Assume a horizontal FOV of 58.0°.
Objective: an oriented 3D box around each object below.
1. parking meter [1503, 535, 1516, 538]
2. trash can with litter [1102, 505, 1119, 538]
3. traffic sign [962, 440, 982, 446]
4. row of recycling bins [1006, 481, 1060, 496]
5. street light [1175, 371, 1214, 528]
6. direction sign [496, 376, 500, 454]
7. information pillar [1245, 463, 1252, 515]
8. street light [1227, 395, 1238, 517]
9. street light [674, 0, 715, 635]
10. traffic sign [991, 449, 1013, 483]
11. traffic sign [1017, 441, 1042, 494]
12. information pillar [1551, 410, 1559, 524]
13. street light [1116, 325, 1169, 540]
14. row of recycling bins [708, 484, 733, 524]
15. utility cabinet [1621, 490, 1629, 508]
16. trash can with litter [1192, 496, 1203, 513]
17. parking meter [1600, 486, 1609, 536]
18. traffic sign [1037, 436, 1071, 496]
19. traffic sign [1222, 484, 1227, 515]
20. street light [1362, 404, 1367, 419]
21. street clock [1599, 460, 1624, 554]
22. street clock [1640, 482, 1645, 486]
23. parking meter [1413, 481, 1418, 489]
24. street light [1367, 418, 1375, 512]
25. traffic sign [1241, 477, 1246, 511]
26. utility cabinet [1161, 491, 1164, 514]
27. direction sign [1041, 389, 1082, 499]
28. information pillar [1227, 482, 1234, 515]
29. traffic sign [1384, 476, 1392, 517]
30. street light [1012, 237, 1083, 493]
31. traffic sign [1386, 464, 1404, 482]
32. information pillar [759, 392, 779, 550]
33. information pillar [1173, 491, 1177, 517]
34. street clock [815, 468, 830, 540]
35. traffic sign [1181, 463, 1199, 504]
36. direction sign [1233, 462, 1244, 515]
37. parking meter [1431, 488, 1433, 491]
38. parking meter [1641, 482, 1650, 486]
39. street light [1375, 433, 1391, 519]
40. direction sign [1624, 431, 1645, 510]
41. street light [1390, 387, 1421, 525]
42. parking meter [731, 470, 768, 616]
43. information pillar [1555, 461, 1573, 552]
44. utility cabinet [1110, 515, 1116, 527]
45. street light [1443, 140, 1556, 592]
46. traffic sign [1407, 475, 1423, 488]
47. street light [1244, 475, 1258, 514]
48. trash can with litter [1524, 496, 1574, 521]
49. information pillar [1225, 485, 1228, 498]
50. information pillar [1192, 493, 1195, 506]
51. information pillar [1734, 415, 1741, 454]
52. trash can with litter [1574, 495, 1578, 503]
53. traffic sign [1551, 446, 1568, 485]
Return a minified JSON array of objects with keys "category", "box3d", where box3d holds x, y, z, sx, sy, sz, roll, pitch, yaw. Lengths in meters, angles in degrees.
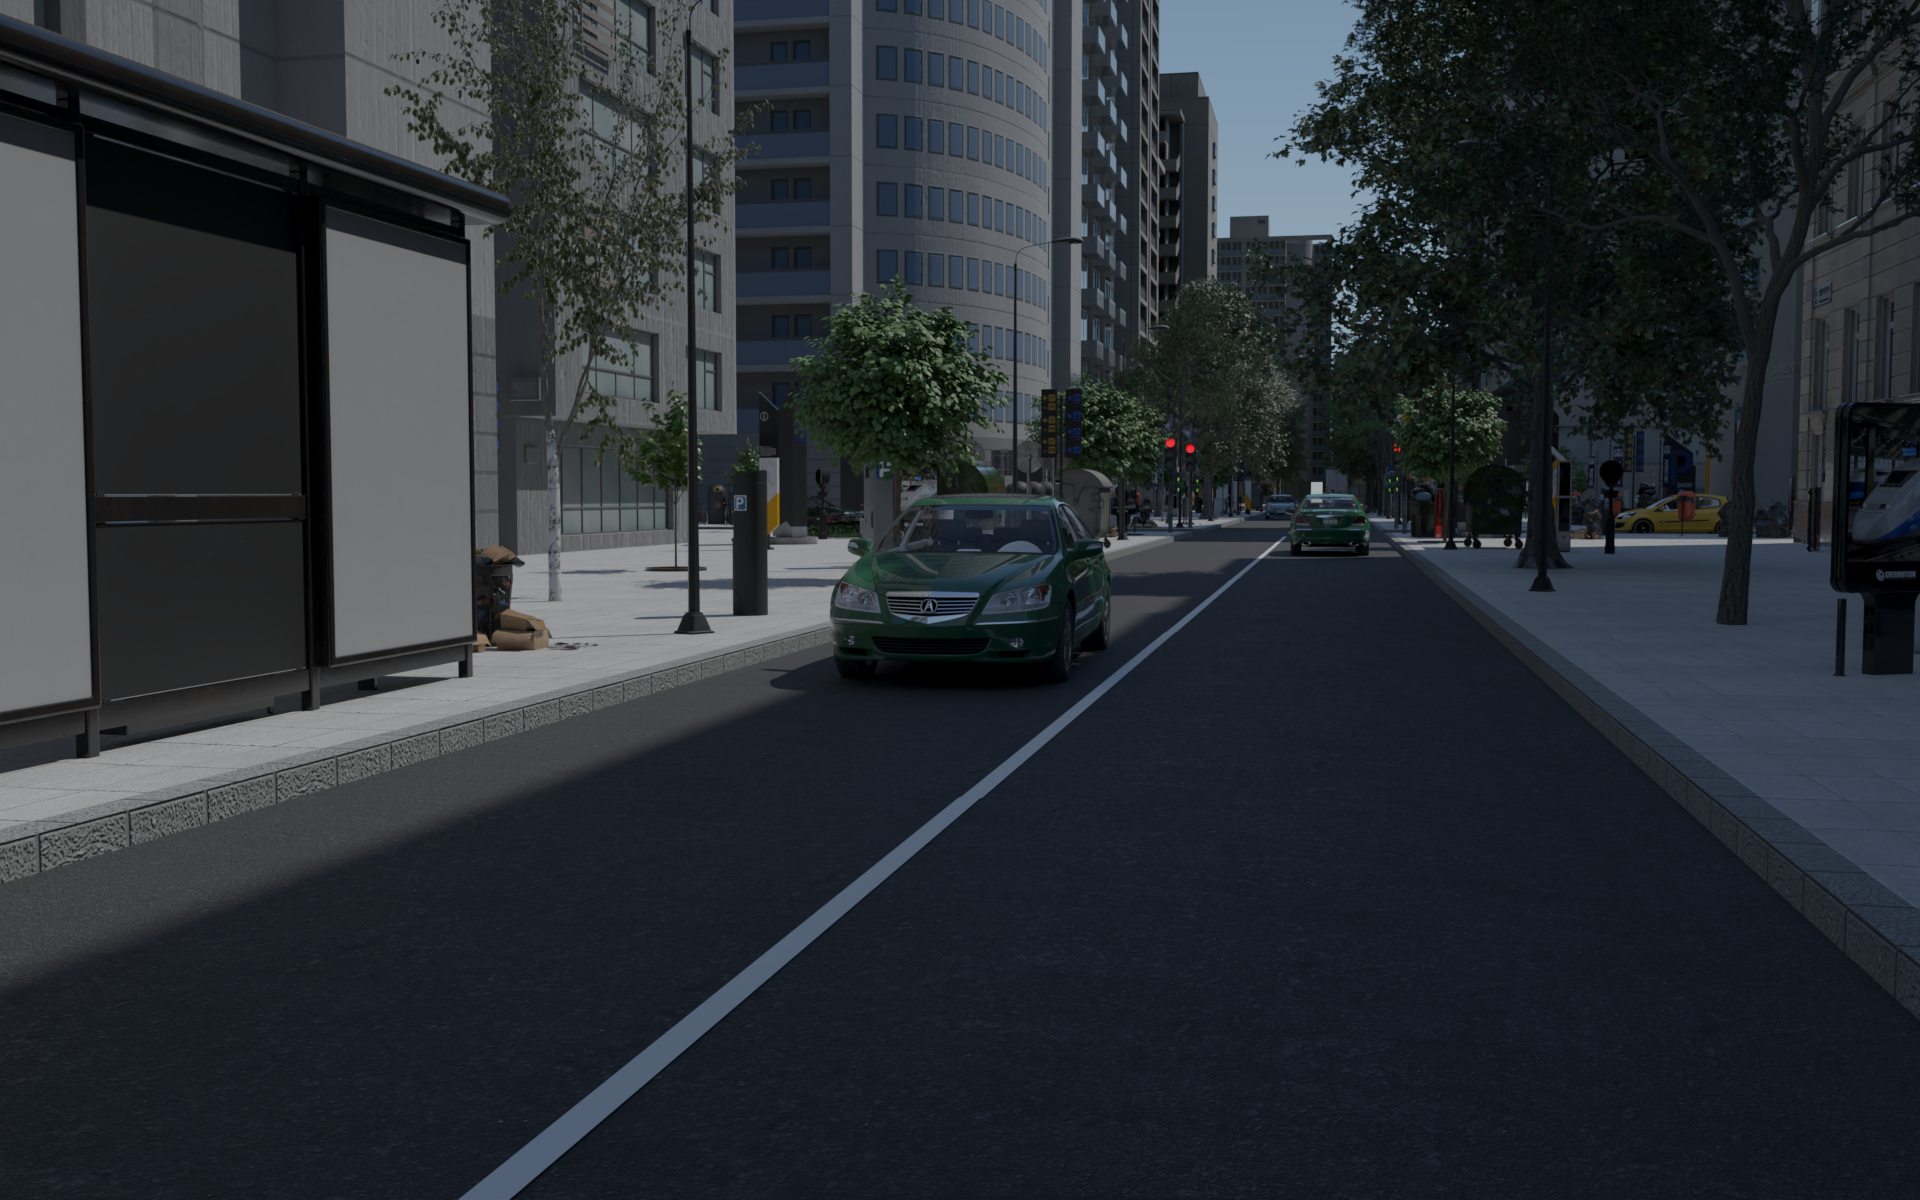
[{"category":"parking meter","box3d":[15.897,-2.717,50.130,0.399,1.863,0.255,1,4,12]},{"category":"trash can with litter","box3d":[4.227,-2.427,51.068,0.624,1.170,1.055,2,4,32]},{"category":"traffic sign","box3d":[0.194,-2.435,39.912,0.768,2.556,0.104,1,4,16]},{"category":"row of recycling bins","box3d":[2.548,-3.049,56.958,1.069,1.692,3.534,2,4,27]},{"category":"street light","box3d":[8.855,-5.676,65.337,1.470,5.913,1.316,1,4,12]},{"category":"direction sign","box3d":[-9.068,-2.510,33.034,0.379,3.537,0.876,2,4,26]},{"category":"information pillar","box3d":[17.851,-7.087,107.231,0.504,3.616,0.183,-3,5,-41]},{"category":"street light","box3d":[12.351,-6.647,81.223,1.470,5.913,1.316,1,4,12]},{"category":"street light","box3d":[-1.923,-2.638,15.670,1.470,5.913,1.316,1,4,12]},{"category":"traffic sign","box3d":[0.981,-2.260,39.073,0.606,2.300,0.079,1,4,20]},{"category":"traffic sign","box3d":[1.630,-2.519,41.298,0.768,2.556,0.104,1,4,20]},{"category":"information pillar","box3d":[14.684,-3.169,43.160,0.504,3.616,0.183,-2,4,-26]},{"category":"street light","box3d":[5.058,-4.611,47.924,1.470,5.913,1.316,1,4,12]},{"category":"row of recycling bins","box3d":[-9.059,-4.045,73.256,3.534,1.692,1.069,1,4,20]},{"category":"utility cabinet","box3d":[39.344,-5.742,102.559,0.318,1.500,1.173,1,4,12]},{"category":"trash can with litter","box3d":[16.098,-6.396,115.961,1.055,1.170,0.624,-3,4,-38]},{"category":"parking meter","box3d":[19.952,-2.754,53.442,0.372,1.533,0.369,0,3,0]},{"category":"traffic sign","box3d":[2.056,-2.316,37.970,0.768,2.556,0.104,1,4,18]},{"category":"traffic sign","box3d":[15.794,-6.356,104.033,0.768,2.556,0.104,1,4,22]},{"category":"street light","box3d":[21.444,-7.100,88.620,1.470,5.913,1.316,1,4,12]},{"category":"street clock","box3d":[13.923,-1.987,37.054,0.471,2.002,0.358,2,4,30]},{"category":"street clock","box3d":[41.763,-6.202,105.978,0.358,2.002,0.471,0,4,7]},{"category":"parking meter","box3d":[19.058,-4.063,72.139,0.399,1.863,0.255,-3,5,-41]},{"category":"street light","box3d":[17.930,-6.130,72.759,1.470,5.913,1.316,1,4,12]},{"category":"traffic sign","box3d":[21.055,-7.805,127.713,0.768,2.556,0.104,1,4,19]},{"category":"utility cabinet","box3d":[12.437,-6.057,107.715,0.318,1.500,1.173,1,4,16]},{"category":"direction sign","box3d":[2.184,-2.775,37.365,0.876,3.537,0.379,1,4,10]},{"category":"information pillar","box3d":[16.549,-6.204,105.925,0.304,2.012,0.304,2,4,24]},{"category":"traffic sign","box3d":[22.929,-5.622,92.022,0.768,2.556,0.104,1,4,17]},{"category":"street light","box3d":[1.535,-3.609,31.543,1.470,5.913,1.316,1,4,12]},{"category":"traffic sign","box3d":[17.703,-4.296,70.353,0.768,2.556,0.104,1,4,15]},{"category":"information pillar","box3d":[-4.393,-2.961,39.763,0.504,3.616,0.183,2,4,24]},{"category":"information pillar","box3d":[12.157,-5.745,98.416,0.304,2.012,0.304,-1,4,-18]},{"category":"street clock","box3d":[-3.877,-2.713,48.921,0.358,2.002,0.471,-2,4,-32]},{"category":"traffic sign","box3d":[9.151,-4.222,69.131,0.768,2.556,0.104,1,4,17]},{"category":"direction sign","box3d":[16.838,-6.891,104.668,0.379,3.537,0.876,-3,4,-37]},{"category":"parking meter","box3d":[19.211,-3.831,71.055,0.372,1.533,0.369,0,3,0]},{"category":"parking meter","box3d":[33.872,-4.884,85.570,0.399,1.863,0.255,3,5,40]},{"category":"street light","box3d":[14.280,-5.098,55.900,1.470,5.913,1.316,1,4,12]},{"category":"direction sign","box3d":[24.183,-4.293,62.188,0.876,3.537,0.379,-1,4,-21]},{"category":"street light","box3d":[10.792,-4.120,39.899,1.470,5.913,1.316,1,4,12]},{"category":"parking meter","box3d":[-2.225,-0.608,18.349,0.372,1.533,0.369,0,3,0]},{"category":"information pillar","box3d":[13.317,-2.062,38.206,0.304,2.012,0.304,1,4,13]},{"category":"utility cabinet","box3d":[5.610,-3.419,67.058,1.020,1.237,0.306,1,4,15]},{"category":"street light","box3d":[7.162,-3.075,22.824,1.470,5.913,1.316,1,4,12]},{"category":"traffic sign","box3d":[17.270,-4.008,65.539,0.884,2.594,0.081,1,4,16]},{"category":"street light","box3d":[15.752,-7.619,97.110,1.470,5.913,1.316,1,4,12]},{"category":"trash can with litter","box3d":[27.393,-4.303,81.408,1.678,1.210,2.233,-1,4,-8]},{"category":"information pillar","box3d":[17.012,-7.253,109.940,0.504,3.616,0.183,3,4,38]},{"category":"information pillar","box3d":[17.284,-8.436,129.290,0.504,3.616,0.183,1,4,14]},{"category":"information pillar","box3d":[21.130,-3.397,46.901,0.504,3.616,0.183,-2,4,-31]},{"category":"trash can with litter","box3d":[32.420,-4.931,91.682,1.678,1.210,2.233,1,4,22]},{"category":"traffic sign","box3d":[14.151,-2.463,41.460,0.795,2.450,0.064,1,4,20]}]
